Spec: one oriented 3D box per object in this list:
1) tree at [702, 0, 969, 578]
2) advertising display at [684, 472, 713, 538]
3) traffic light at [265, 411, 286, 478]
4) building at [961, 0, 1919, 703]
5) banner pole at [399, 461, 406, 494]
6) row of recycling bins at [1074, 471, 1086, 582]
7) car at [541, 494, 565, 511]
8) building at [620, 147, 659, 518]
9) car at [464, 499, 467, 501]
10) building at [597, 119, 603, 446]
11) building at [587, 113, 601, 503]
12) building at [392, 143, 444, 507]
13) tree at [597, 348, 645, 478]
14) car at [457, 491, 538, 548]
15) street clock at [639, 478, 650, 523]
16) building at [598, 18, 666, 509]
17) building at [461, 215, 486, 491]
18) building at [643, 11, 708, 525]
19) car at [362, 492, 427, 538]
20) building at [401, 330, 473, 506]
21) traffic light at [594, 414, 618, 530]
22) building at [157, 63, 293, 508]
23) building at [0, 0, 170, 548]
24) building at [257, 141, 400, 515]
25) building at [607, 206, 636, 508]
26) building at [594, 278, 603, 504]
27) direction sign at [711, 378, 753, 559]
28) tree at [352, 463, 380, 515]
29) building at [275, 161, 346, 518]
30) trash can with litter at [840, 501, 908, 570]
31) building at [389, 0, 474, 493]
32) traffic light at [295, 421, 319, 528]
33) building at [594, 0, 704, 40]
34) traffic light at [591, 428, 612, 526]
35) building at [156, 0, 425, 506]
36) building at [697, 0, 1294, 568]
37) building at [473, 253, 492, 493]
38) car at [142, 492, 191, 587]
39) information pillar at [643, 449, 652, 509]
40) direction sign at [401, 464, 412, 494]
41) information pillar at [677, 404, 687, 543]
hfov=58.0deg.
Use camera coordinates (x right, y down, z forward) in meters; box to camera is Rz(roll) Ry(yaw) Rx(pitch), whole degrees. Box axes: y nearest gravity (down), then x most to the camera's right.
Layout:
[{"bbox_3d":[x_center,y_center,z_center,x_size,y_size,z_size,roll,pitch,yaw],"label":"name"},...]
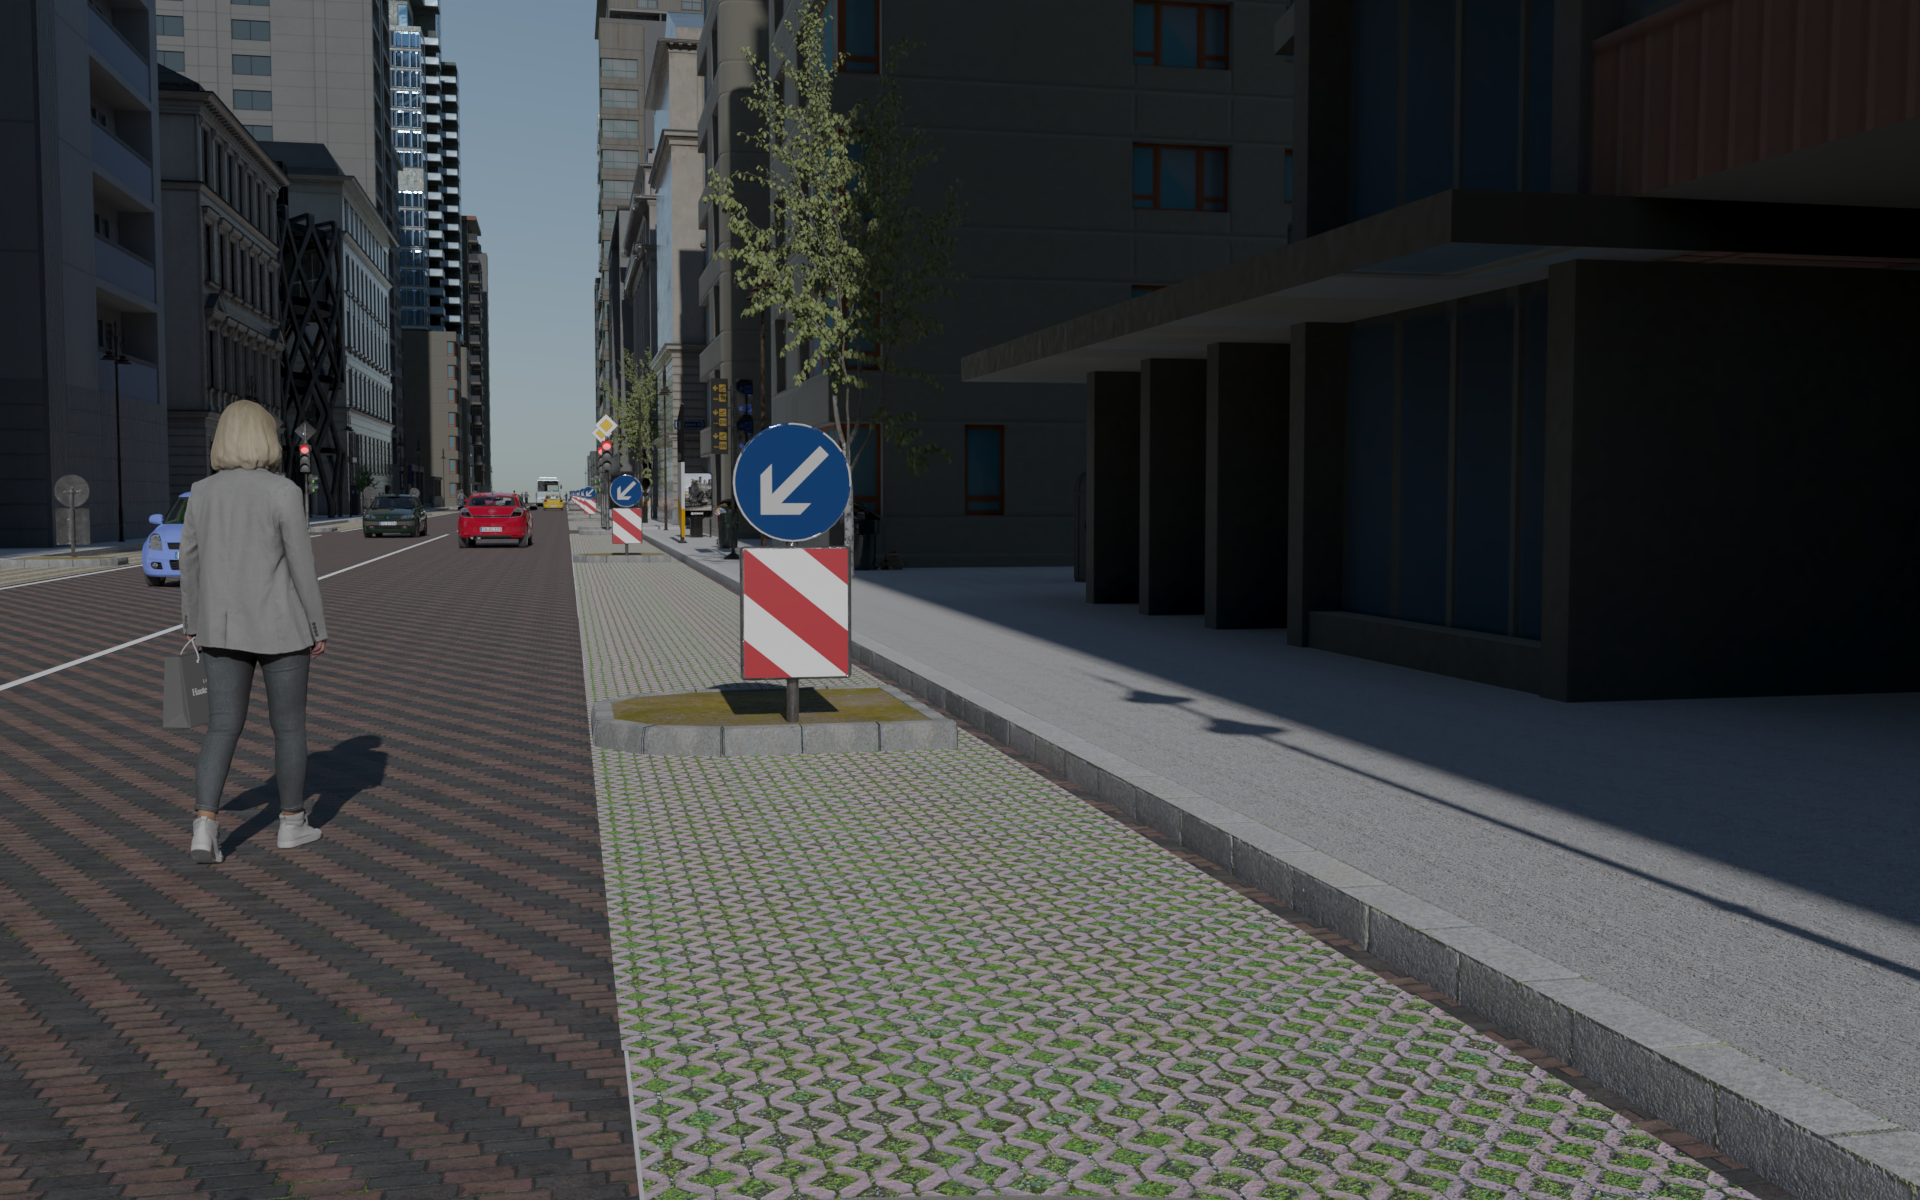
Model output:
[{"bbox_3d":[-1.702,-4.618,25.866,4.737,8.622,4.395,0,3,0],"label":"tree"},{"bbox_3d":[-7.756,-2.795,50.905,0.974,1.923,0.123,-1,4,-23],"label":"advertising display"},{"bbox_3d":[-23.234,-4.256,58.514,0.839,4.253,0.868,-1,4,-13],"label":"traffic light"},{"bbox_3d":[13.649,-21.675,9.014,22.147,44.769,28.867,-1,4,-13],"label":"building"},{"bbox_3d":[-41.540,-8.517,129.267,0.401,3.779,0.863,1,4,23],"label":"banner pole"},{"bbox_3d":[3.276,-1.155,26.002,3.534,1.692,1.069,-2,4,-28],"label":"row of recycling bins"},{"bbox_3d":[-35.437,-8.603,150.879,2.015,1.641,3.980,-1,4,-14],"label":"car"},{"bbox_3d":[-13.037,-15.987,103.191,13.314,21.916,24.055,-1,4,-13],"label":"building"},{"bbox_3d":[-30.711,-6.245,111.142,2.155,1.783,4.494,-1,4,-13],"label":"car"},{"bbox_3d":[-31.056,-35.735,203.867,23.786,49.044,30.456,-1,4,-13],"label":"building"},{"bbox_3d":[-50.014,-59.397,283.818,22.319,86.520,31.000,-1,4,-13],"label":"building"},{"bbox_3d":[-67.696,-29.126,168.093,32.217,40.220,23.993,-1,4,-13],"label":"building"},{"bbox_3d":[-15.636,-8.275,85.653,4.737,8.622,4.395,0,3,0],"label":"tree"},{"bbox_3d":[-12.695,-2.348,47.438,2.155,1.783,4.494,-1,4,-11],"label":"car"},{"bbox_3d":[-13.939,-4.405,76.592,0.358,2.002,0.471,3,5,42],"label":"street clock"},{"bbox_3d":[-24.813,-28.788,154.279,14.154,41.232,14.086,-1,4,-13],"label":"building"},{"bbox_3d":[-83.770,-37.145,261.942,22.147,44.769,28.867,-1,4,-13],"label":"building"},{"bbox_3d":[3.575,-15.902,79.077,34.723,24.649,14.460,-1,4,-13],"label":"building"},{"bbox_3d":[-18.898,-2.948,57.985,2.009,1.686,4.222,-1,4,-11],"label":"car"},{"bbox_3d":[-70.293,-21.443,195.638,27.650,21.520,28.899,-1,4,-13],"label":"building"},{"bbox_3d":[-12.452,-4.407,60.977,0.839,4.253,0.868,-1,4,-13],"label":"traffic light"},{"bbox_3d":[-35.100,-12.752,73.119,10.561,19.102,19.286,-1,4,-13],"label":"building"},{"bbox_3d":[-37.167,-30.735,44.517,28.212,58.520,21.231,-1,4,-13],"label":"building"},{"bbox_3d":[-48.195,-17.487,119.203,16.112,22.955,30.059,-1,4,-13],"label":"building"},{"bbox_3d":[-18.699,-18.988,129.517,14.314,24.678,30.058,-1,4,-13],"label":"building"},{"bbox_3d":[-41.806,-28.188,232.574,14.160,30.474,14.107,-1,4,-13],"label":"building"},{"bbox_3d":[-4.474,-2.574,34.083,0.876,3.537,0.379,-2,4,-29],"label":"direction sign"},{"bbox_3d":[-36.266,-6.808,105.914,1.663,3.219,1.824,0,3,0],"label":"tree"},{"bbox_3d":[-41.479,-13.671,90.967,16.820,18.784,16.811,-1,4,-13],"label":"building"},{"bbox_3d":[-1.455,-1.099,29.349,1.055,1.170,0.624,-2,4,-27],"label":"trash can with litter"},{"bbox_3d":[-76.903,-56.188,231.348,22.319,86.520,31.000,-1,4,-13],"label":"building"},{"bbox_3d":[-25.007,-4.733,66.301,0.839,4.253,0.868,-1,4,-13],"label":"traffic light"},{"bbox_3d":[-21.923,-35.879,175.864,28.713,52.752,27.495,-1,4,-13],"label":"building"},{"bbox_3d":[-14.225,-4.883,68.764,0.839,4.253,0.868,-1,4,-13],"label":"traffic light"},{"bbox_3d":[-56.911,-43.309,146.356,20.563,71.187,20.611,-1,4,-13],"label":"building"},{"bbox_3d":[8.038,-12.304,46.204,27.650,21.520,28.899,-1,4,-13],"label":"building"},{"bbox_3d":[-84.679,-36.728,284.091,14.154,41.232,14.086,-1,4,-13],"label":"building"},{"bbox_3d":[-11.994,-1.130,28.075,1.945,1.707,3.694,-1,4,-11],"label":"car"},{"bbox_3d":[-16.055,-5.967,88.920,0.504,3.616,0.183,1,4,18],"label":"information pillar"},{"bbox_3d":[-42.199,-8.575,132.191,0.379,3.537,0.876,3,5,39],"label":"direction sign"},{"bbox_3d":[-7.277,-3.293,45.193,0.183,3.616,0.504,-1,4,-21],"label":"information pillar"}]
